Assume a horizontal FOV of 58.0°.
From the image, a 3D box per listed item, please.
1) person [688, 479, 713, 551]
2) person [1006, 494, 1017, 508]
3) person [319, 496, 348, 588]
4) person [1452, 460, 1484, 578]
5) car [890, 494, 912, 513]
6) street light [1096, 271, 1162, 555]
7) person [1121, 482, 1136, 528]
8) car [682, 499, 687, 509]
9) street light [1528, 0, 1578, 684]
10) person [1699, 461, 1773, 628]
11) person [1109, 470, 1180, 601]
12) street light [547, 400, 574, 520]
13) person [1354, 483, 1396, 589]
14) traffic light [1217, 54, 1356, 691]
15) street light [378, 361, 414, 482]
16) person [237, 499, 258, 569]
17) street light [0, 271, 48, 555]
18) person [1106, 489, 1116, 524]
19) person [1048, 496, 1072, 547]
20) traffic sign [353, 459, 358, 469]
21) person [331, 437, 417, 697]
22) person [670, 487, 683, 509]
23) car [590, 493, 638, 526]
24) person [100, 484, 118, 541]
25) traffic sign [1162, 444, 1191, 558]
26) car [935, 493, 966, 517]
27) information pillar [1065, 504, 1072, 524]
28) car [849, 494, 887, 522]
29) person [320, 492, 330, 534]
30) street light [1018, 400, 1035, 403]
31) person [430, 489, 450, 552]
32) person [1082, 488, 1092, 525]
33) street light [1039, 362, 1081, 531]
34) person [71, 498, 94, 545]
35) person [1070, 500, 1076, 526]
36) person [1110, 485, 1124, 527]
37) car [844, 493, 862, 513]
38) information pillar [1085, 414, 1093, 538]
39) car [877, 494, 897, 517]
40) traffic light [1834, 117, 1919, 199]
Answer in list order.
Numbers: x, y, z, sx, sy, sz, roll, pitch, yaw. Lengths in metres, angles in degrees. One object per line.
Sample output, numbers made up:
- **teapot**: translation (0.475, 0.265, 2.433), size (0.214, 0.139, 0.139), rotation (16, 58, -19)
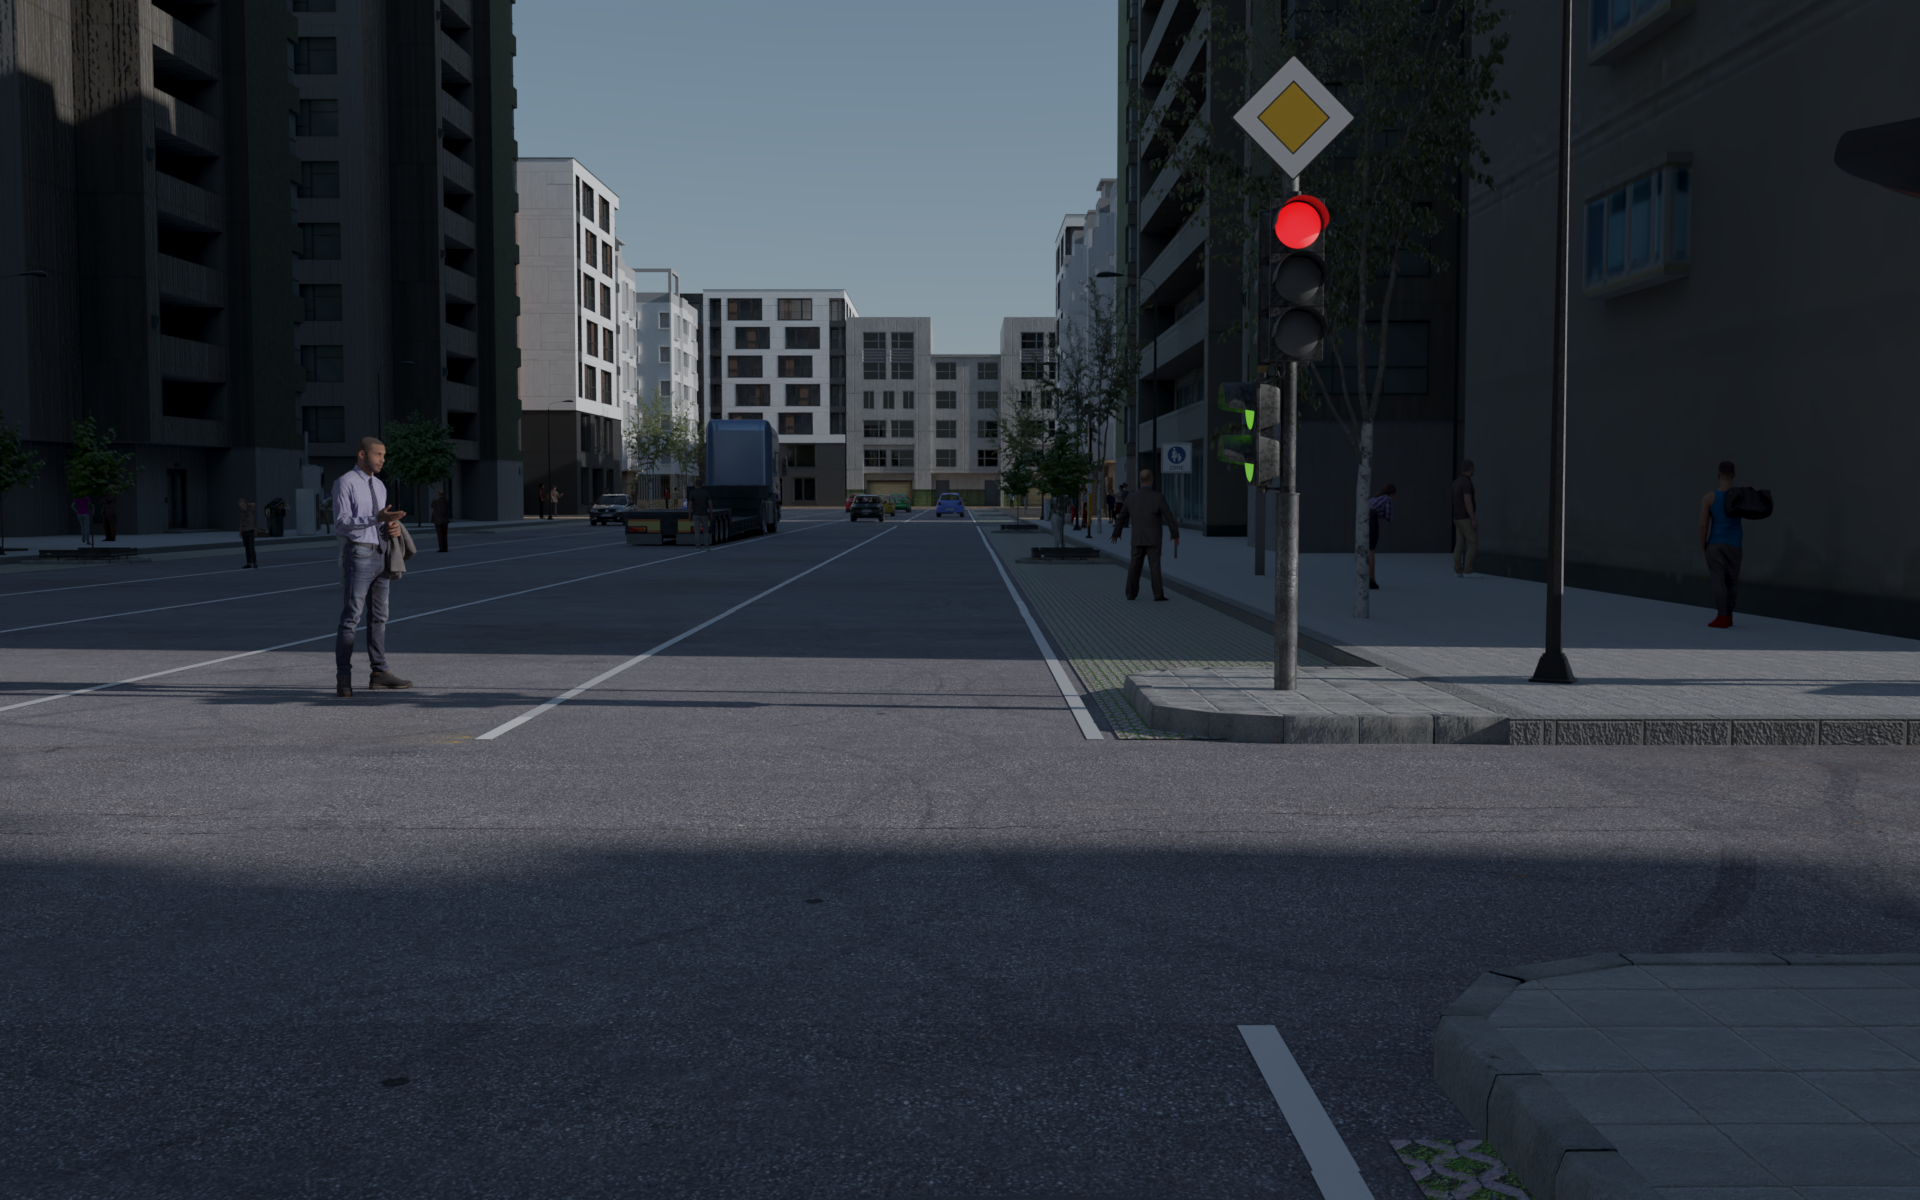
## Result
- **person**: translation (-6.507, -2.131, 43.467), size (0.598, 1.807, 0.434), rotation (0, 4, -5)
- **person**: translation (5.024, -9.751, 167.911), size (1.348, 1.826, 0.705), rotation (2, 4, 26)
- **person**: translation (-9.277, -1.044, 26.298), size (0.841, 1.734, 0.376), rotation (2, 4, 25)
- **person**: translation (7.781, -1.246, 26.535), size (0.434, 1.807, 0.598), rotation (0, 4, 4)
- **car**: translation (-4.754, -7.693, 134.581), size (1.959, 1.807, 4.718), rotation (0, 4, 2)
- **street light**: translation (3.544, -3.900, 36.305), size (1.470, 5.913, 1.316), rotation (0, 3, 0)
- **person**: translation (6.406, -3.589, 65.520), size (0.742, 1.727, 0.445), rotation (3, 4, 36)
- **car**: translation (-18.302, -6.811, 120.944), size (1.945, 1.707, 3.694), rotation (0, 4, 2)
- **street light**: translation (3.522, -2.395, 11.692), size (1.470, 5.913, 1.316), rotation (0, 3, 0)
- **person**: translation (7.401, -0.531, 16.601), size (0.647, 1.594, 0.662), rotation (0, 4, -2)
- **person**: translation (2.491, -0.866, 23.218), size (0.990, 1.755, 0.434), rotation (2, 4, 30)
- **street light**: translation (-19.756, -6.913, 85.571), size (1.470, 5.913, 1.316), rotation (0, 3, 0)
- **person**: translation (5.604, -0.861, 23.360), size (0.697, 1.427, 0.421), rotation (-2, 4, -35)
- **traffic light**: translation (2.117, -1.366, 11.258), size (0.839, 4.253, 0.868), rotation (0, 3, 0)
- **street light**: translation (-19.824, -5.398, 60.804), size (1.470, 5.913, 1.316), rotation (0, 3, 0)
- **person**: translation (-13.682, -1.277, 33.297), size (0.435, 1.345, 0.340), rotation (0, 4, 5)
- **street light**: translation (-19.686, -3.893, 36.191), size (1.470, 5.913, 1.316), rotation (0, 3, 0)
- **person**: translation (6.518, -4.055, 74.881), size (0.480, 1.512, 0.613), rotation (-1, 4, -18)
- **person**: translation (2.325, -1.943, 40.988), size (0.376, 1.734, 0.841), rotation (3, 4, 37)
- **traffic sign**: translation (-20.611, -3.654, 59.841), size (0.768, 2.556, 0.104), rotation (1, 4, 10)
- **person**: translation (-4.170, -0.250, 12.463), size (0.599, 1.838, 0.709), rotation (1, 4, 17)
- **person**: translation (-22.579, -8.052, 137.690), size (1.348, 1.824, 0.705), rotation (2, 4, 30)
- **car**: translation (-15.930, -4.283, 79.812), size (2.009, 1.686, 4.222), rotation (0, 4, -2)
- **person**: translation (-23.012, -2.359, 46.879), size (0.482, 1.546, 0.388), rotation (2, 4, 33)
- **traffic sign**: translation (4.314, -1.984, 34.567), size (0.606, 2.300, 0.079), rotation (0, 4, 3)
- **car**: translation (-0.587, -6.023, 108.063), size (1.945, 1.707, 3.694), rotation (0, 4, 2)
- **information pillar**: translation (4.574, -4.239, 73.801), size (0.304, 2.012, 0.304), rotation (3, 5, 42)
- **car**: translation (-4.841, -4.960, 90.883), size (2.009, 1.686, 4.222), rotation (0, 4, -1)
- **person**: translation (-20.674, -2.940, 56.169), size (0.516, 1.574, 0.319), rotation (0, 4, 8)
- **street light**: translation (3.563, -6.925, 85.762), size (1.470, 5.913, 1.316), rotation (0, 3, 0)
- **person**: translation (-12.819, -1.952, 42.686), size (0.482, 1.546, 0.388), rotation (-2, 4, -33)
- **person**: translation (5.208, -3.815, 70.887), size (0.387, 1.526, 0.523), rotation (-2, 4, -33)
- **street light**: translation (3.592, -5.405, 60.918), size (1.470, 5.913, 1.316), rotation (0, 3, 0)
- **person**: translation (-22.104, -2.107, 43.726), size (0.726, 1.435, 0.776), rotation (-1, 4, -16)
- **person**: translation (4.601, -3.794, 69.772), size (0.444, 1.614, 0.593), rotation (3, 5, 39)
- **person**: translation (6.166, -3.704, 68.062), size (0.566, 1.644, 0.517), rotation (2, 4, 29)
- **car**: translation (-7.998, -7.744, 135.653), size (2.155, 1.783, 4.494), rotation (0, 4, 0)
- **information pillar**: translation (3.760, -3.602, 50.242), size (0.183, 3.616, 0.504), rotation (0, 4, -1)
- **car**: translation (-5.053, -6.198, 111.556), size (2.015, 1.641, 3.980), rotation (0, 4, 0)
- **traffic light**: translation (0.028, -1.741, 3.131), size (4.771, 5.953, 1.251), rotation (0, 3, 0)
